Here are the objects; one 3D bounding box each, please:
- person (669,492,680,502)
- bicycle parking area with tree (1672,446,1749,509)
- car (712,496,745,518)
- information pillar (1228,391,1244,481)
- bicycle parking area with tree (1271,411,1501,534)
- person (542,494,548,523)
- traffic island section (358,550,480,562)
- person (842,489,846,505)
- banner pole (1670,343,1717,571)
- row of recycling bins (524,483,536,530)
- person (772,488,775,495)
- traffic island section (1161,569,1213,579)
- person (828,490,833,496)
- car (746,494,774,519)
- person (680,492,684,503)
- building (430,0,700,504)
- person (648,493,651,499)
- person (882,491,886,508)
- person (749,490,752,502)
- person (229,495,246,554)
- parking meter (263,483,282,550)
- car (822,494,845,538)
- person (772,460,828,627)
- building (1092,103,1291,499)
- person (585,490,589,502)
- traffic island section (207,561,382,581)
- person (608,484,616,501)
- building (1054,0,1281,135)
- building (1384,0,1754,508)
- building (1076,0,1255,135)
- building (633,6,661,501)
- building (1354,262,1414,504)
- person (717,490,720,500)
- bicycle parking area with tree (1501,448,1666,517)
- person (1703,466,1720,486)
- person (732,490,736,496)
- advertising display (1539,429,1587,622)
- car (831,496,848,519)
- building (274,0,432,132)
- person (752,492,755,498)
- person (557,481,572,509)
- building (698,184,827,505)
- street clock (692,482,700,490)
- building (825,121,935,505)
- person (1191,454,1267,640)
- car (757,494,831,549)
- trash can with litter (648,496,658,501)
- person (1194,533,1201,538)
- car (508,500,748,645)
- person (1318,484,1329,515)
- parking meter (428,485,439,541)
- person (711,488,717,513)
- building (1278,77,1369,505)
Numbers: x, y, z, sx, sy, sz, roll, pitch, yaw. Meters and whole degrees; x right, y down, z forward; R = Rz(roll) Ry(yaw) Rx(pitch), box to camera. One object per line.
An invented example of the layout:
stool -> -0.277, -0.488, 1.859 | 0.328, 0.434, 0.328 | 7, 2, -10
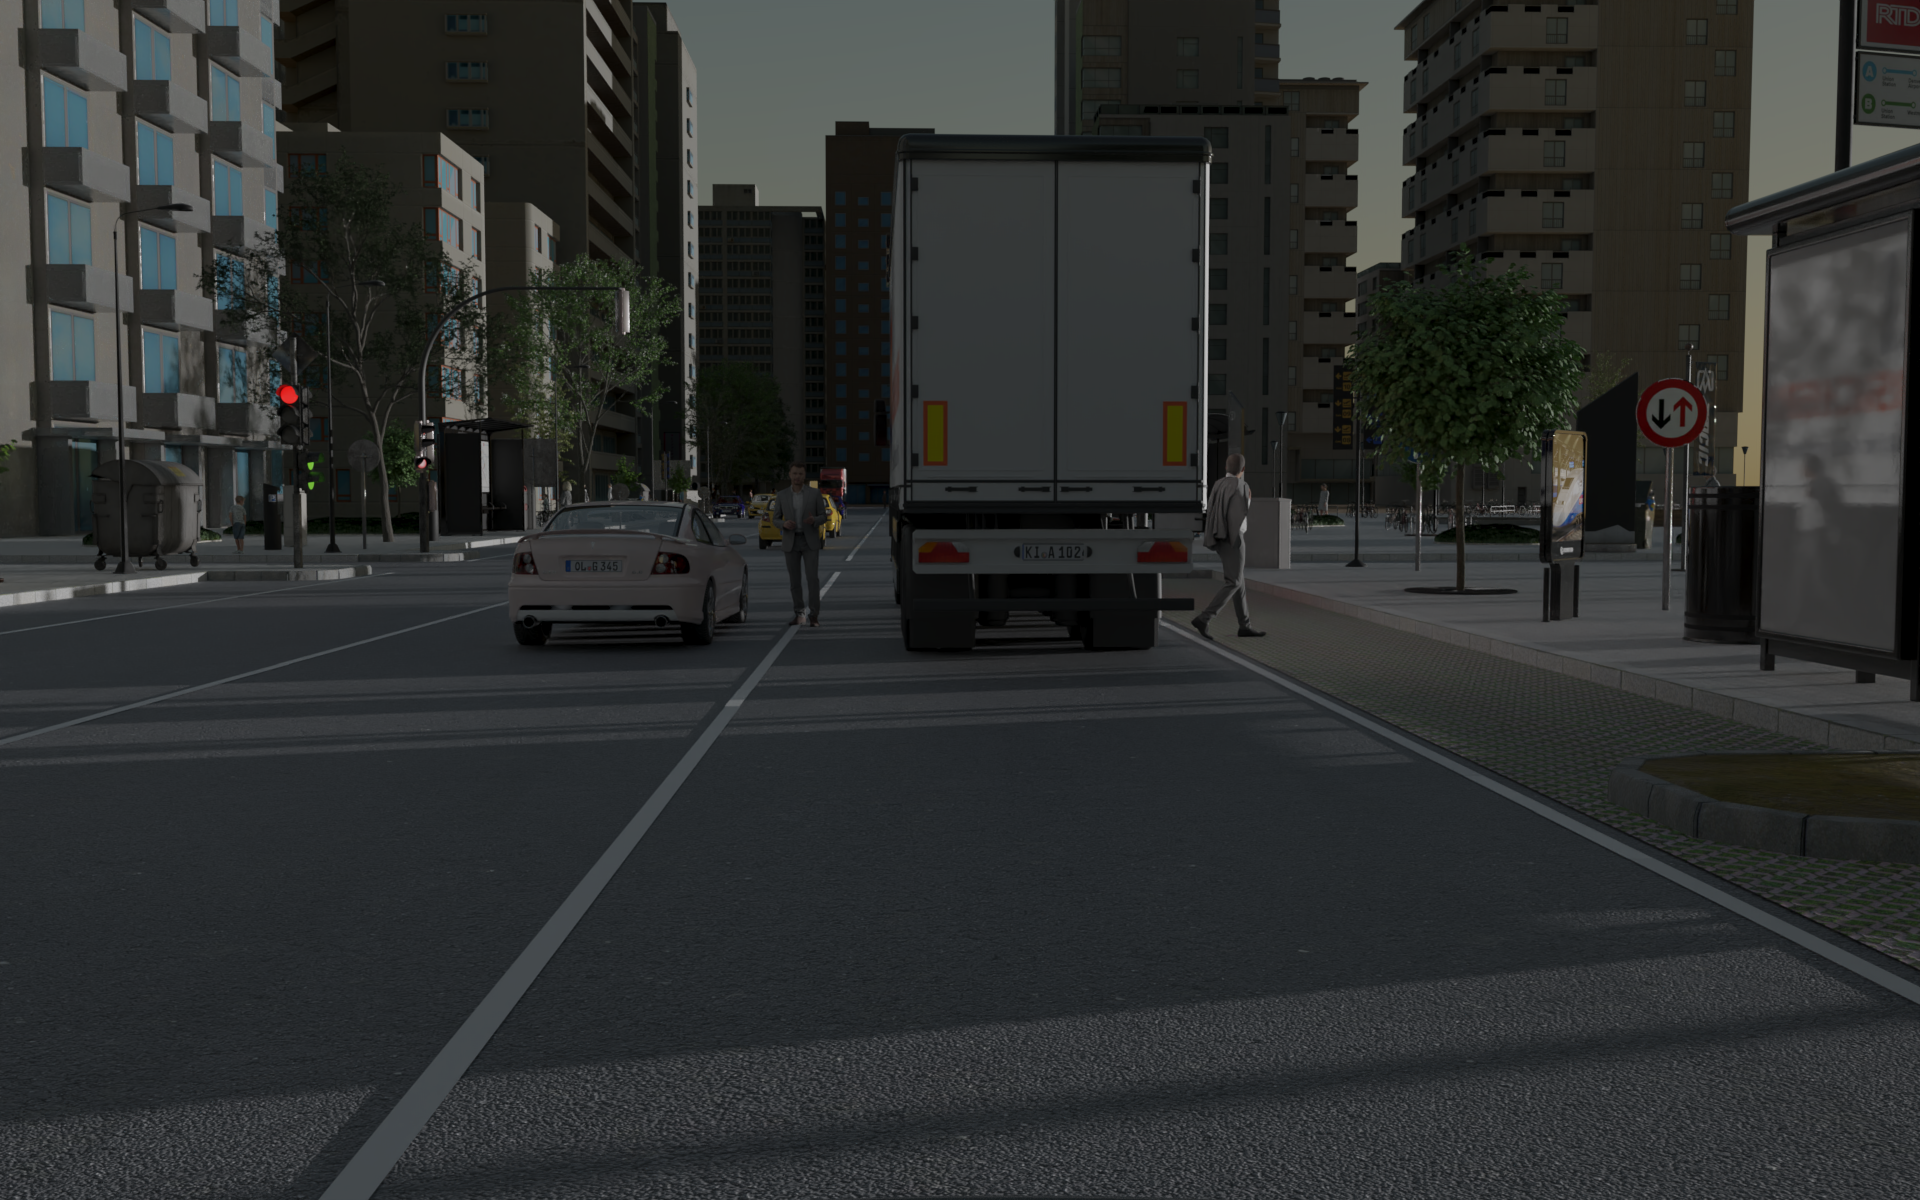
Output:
person -> -19.966, -7.099, 122.251 | 1.348, 1.807, 0.705 | 2, 4, 30
bicycle parking area with tree -> 45.774, -7.296, 106.286 | 9.016, 4.147, 8.231 | -1, 4, -22
car -> -13.874, -5.588, 103.942 | 1.945, 1.354, 3.894 | 0, 4, -3
information pillar -> 6.245, -2.930, 39.266 | 0.183, 3.616, 0.504 | -2, 4, -29
bicycle parking area with tree -> 13.606, -4.429, 59.422 | 8.231, 4.147, 9.016 | 2, 4, 24
person -> -18.694, -4.139, 77.990 | 0.425, 1.301, 0.394 | 3, 5, 42
traffic island section -> -11.786, -0.966, 38.074 | 2.009, 0.180, 2.903 | 0, 4, -2
person -> -8.553, -7.275, 127.426 | 0.705, 1.826, 1.348 | 0, 4, -7
banner pole -> 12.279, -2.377, 28.876 | 0.863, 3.779, 0.401 | -1, 4, -23
row of recycling bins -> -15.931, -3.331, 61.571 | 1.069, 1.692, 3.534 | 0, 4, 2
person -> -12.430, -6.572, 115.922 | 0.705, 1.831, 1.348 | -2, 4, -24
traffic island section -> 3.221, -0.508, 30.592 | 2.009, 0.180, 2.903 | 0, 4, -2
person -> -9.663, -7.452, 130.791 | 0.568, 1.767, 0.683 | 1, 4, 8
car -> -11.453, -5.569, 101.278 | 2.015, 1.641, 3.980 | 0, 4, -3
person -> -17.673, -6.435, 111.110 | 0.638, 1.841, 0.748 | -1, 4, -13
building -> -37.325, -33.353, 169.019 | 21.600, 48.544, 21.300 | 0, 4, -2
person -> -21.892, -7.034, 121.735 | 0.721, 1.739, 1.217 | 1, 4, 15
person -> -7.514, -9.967, 172.004 | 0.434, 1.755, 0.990 | 0, 4, -7
person -> -20.869, -10.183, 173.244 | 0.721, 1.736, 1.217 | 0, 4, -5
person -> -15.550, -1.624, 37.286 | 0.332, 1.250, 0.352 | 0, 4, 1
parking meter -> -15.784, -1.917, 39.754 | 0.372, 1.533, 0.369 | 0, 3, 0
car -> -4.892, -2.910, 57.801 | 2.015, 1.641, 3.980 | 0, 4, 0
person -> -1.746, -0.617, 18.793 | 0.606, 1.804, 0.583 | 0, 4, -1
building -> 16.759, -22.034, 131.964 | 14.160, 30.474, 14.107 | 0, 4, -2
person -> -20.410, -5.366, 93.657 | 0.818, 1.842, 0.514 | 0, 4, 4
traffic island section -> -11.512, -0.478, 30.093 | 2.009, 0.180, 2.903 | 0, 4, -2
person -> -18.130, -5.135, 90.098 | 0.850, 1.850, 0.679 | 0, 4, 1
building -> 19.600, -38.250, 167.382 | 21.231, 58.520, 28.212 | 0, 4, -2
building -> 57.353, -35.418, 168.317 | 27.495, 52.752, 28.713 | 0, 4, -2
building -> 16.542, -28.288, 146.105 | 14.154, 41.232, 14.086 | 0, 4, -2
building -> -32.463, -27.952, 140.611 | 14.154, 41.232, 14.086 | 0, 4, -2
building -> 57.271, -27.049, 213.950 | 14.107, 30.474, 14.160 | 0, 4, -2
person -> -26.405, -11.193, 189.772 | 0.721, 1.736, 1.217 | 0, 4, -5
bicycle parking area with tree -> 32.216, -6.629, 95.384 | 9.016, 4.147, 8.231 | -2, 4, -31
person -> 13.682, -1.564, 31.720 | 0.767, 1.812, 0.694 | 1, 4, 20
person -> -24.202, -10.939, 185.695 | 0.445, 1.727, 0.742 | 0, 4, 4
advertising display -> 6.142, -0.760, 17.644 | 0.123, 1.923, 0.974 | 3, 4, 39
car -> -7.446, -5.321, 99.571 | 1.945, 1.354, 3.894 | 0, 4, -1
building -> -35.320, -30.506, 122.470 | 21.300, 48.544, 21.600 | 0, 4, -2
person -> -17.457, -8.410, 146.799 | 0.557, 1.426, 1.065 | -2, 4, -28
person -> -11.496, -2.545, 50.286 | 0.526, 1.800, 0.537 | 1, 4, 15
building -> -28.525, -32.288, 219.789 | 23.993, 40.220, 32.217 | 0, 4, -2
street clock -> -16.190, -6.215, 106.188 | 0.471, 2.002, 0.358 | 2, 4, 28
building -> -8.936, -34.334, 211.463 | 14.200, 45.320, 14.600 | 0, 4, -2
person -> 2.678, -0.519, 17.087 | 0.850, 1.850, 0.679 | -1, 4, -16
car -> -4.465, -2.214, 46.423 | 2.015, 1.641, 3.980 | 0, 4, -3
trash can with litter -> -16.974, -5.064, 94.190 | 1.055, 1.170, 0.624 | -2, 4, -34
person -> 7.134, -2.741, 50.726 | 0.748, 1.841, 0.638 | 0, 4, -1
car -> -3.298, -0.335, 17.833 | 2.083, 1.381, 4.827 | 0, 4, 0
person -> 15.868, -4.207, 75.584 | 0.466, 1.731, 0.760 | 1, 4, 21
parking meter -> -14.399, -2.370, 47.161 | 0.372, 1.533, 0.369 | 0, 3, 0
person -> -16.750, -6.759, 117.372 | 0.721, 1.723, 1.217 | 0, 3, 0
building -> 36.189, -38.567, 219.810 | 27.495, 52.752, 28.713 | 0, 4, -2
